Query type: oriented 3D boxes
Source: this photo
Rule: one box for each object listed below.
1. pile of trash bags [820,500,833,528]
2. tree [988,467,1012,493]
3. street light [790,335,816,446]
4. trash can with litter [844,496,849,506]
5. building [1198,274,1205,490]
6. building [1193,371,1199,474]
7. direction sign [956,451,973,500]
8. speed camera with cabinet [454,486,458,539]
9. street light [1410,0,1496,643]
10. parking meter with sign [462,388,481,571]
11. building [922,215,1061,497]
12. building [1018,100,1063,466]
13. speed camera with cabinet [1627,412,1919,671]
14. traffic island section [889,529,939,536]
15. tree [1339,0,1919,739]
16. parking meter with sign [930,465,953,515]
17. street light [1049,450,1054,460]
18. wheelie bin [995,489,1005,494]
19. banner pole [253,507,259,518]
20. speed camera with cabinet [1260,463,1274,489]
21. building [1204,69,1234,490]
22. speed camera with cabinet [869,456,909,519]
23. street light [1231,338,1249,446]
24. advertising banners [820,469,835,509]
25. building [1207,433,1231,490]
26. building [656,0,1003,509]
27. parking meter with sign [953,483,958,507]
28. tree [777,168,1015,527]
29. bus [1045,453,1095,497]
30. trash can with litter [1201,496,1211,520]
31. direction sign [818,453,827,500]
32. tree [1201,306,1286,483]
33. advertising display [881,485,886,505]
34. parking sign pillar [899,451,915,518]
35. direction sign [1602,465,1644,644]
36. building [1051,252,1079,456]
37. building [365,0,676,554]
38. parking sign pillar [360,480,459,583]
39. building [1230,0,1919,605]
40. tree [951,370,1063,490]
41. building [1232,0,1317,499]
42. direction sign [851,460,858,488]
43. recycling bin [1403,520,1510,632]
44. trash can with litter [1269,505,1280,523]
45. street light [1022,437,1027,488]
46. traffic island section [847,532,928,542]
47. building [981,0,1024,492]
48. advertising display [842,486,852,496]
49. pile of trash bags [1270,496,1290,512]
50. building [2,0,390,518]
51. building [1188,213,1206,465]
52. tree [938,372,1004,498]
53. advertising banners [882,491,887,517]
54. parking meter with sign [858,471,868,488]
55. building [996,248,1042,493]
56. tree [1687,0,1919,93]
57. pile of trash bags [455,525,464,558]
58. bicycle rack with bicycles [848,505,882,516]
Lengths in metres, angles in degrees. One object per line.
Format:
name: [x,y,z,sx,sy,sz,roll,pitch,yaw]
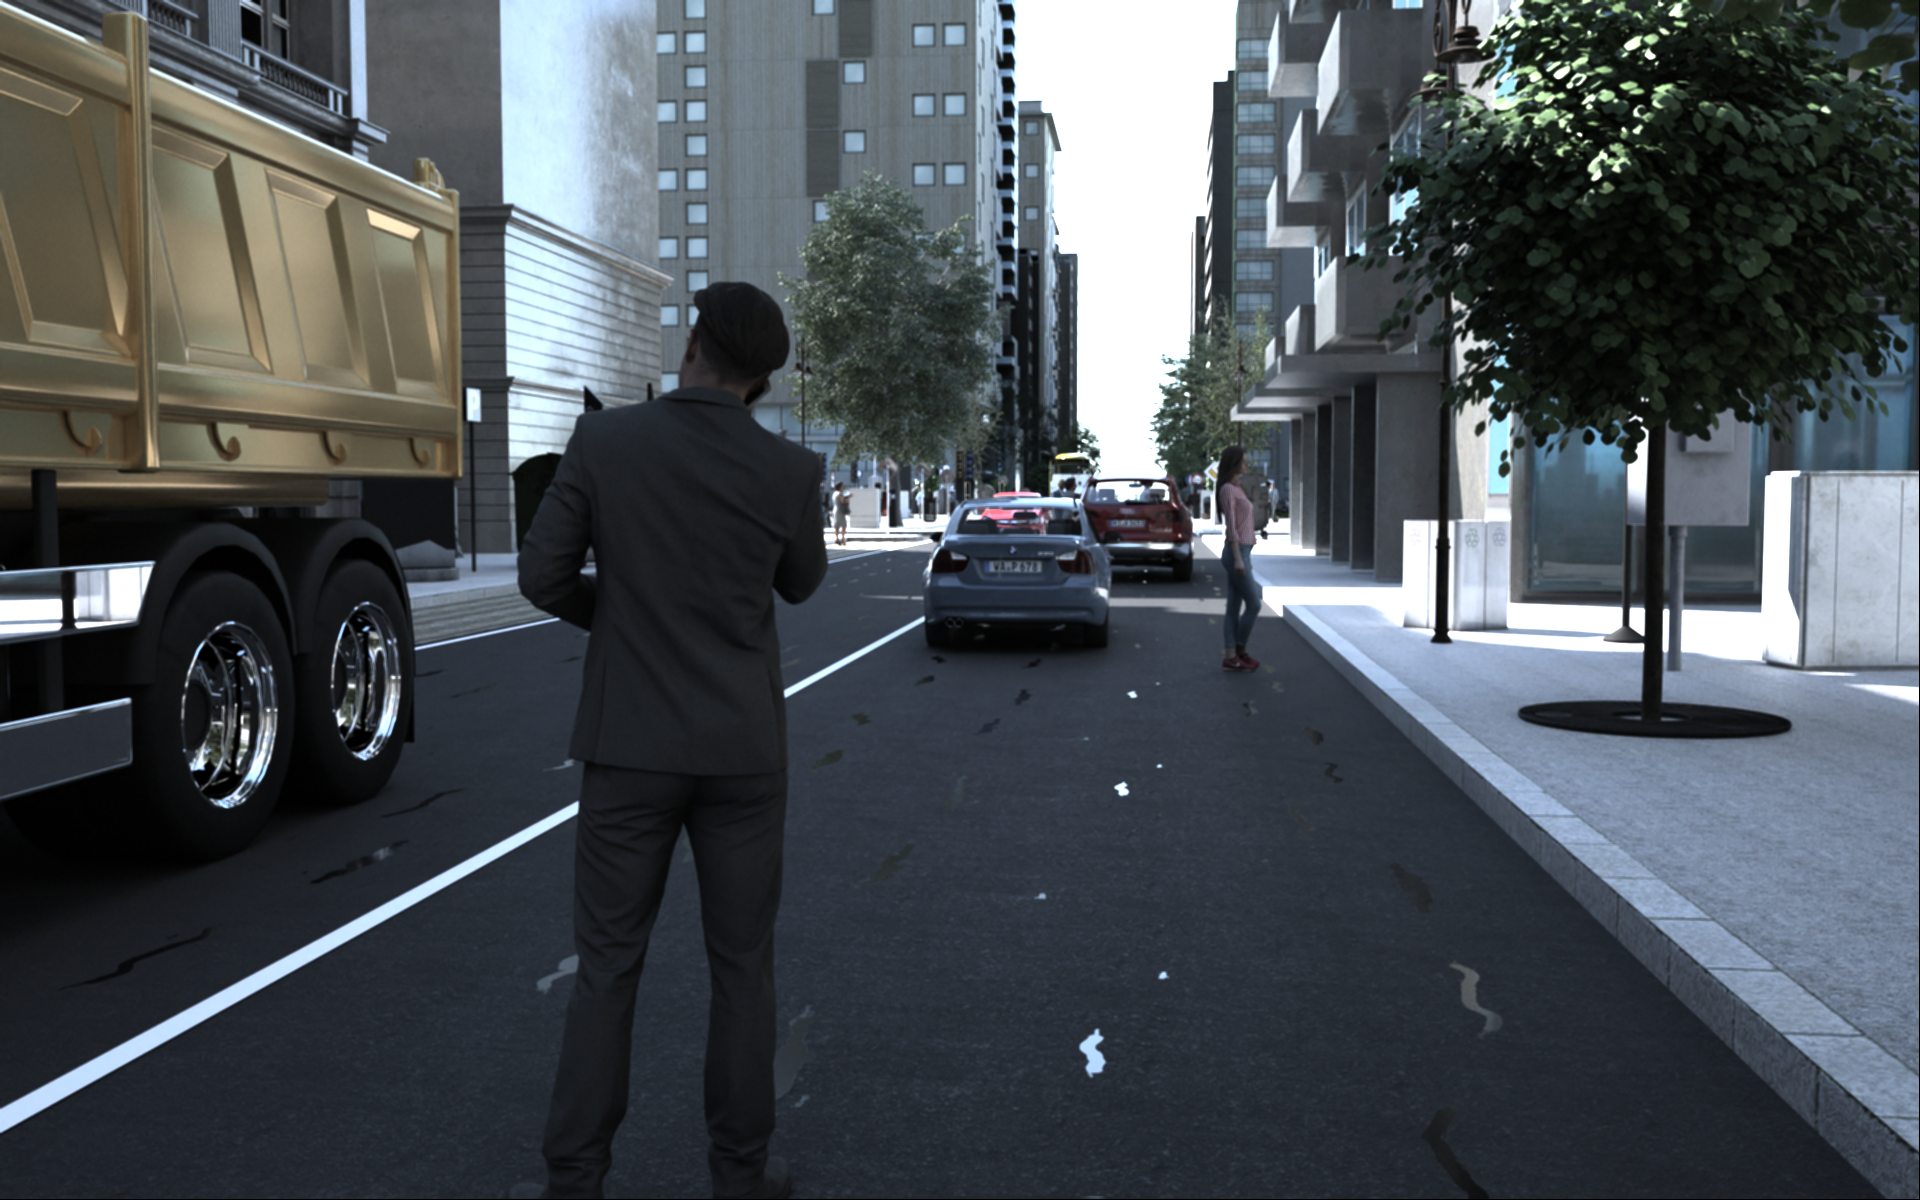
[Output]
pile of trash bags: [-6.488,-3.433,65.876,3.447,1.369,1.912,1,4,17]
tree: [2.931,-7.865,123.196,1.663,3.219,1.824,0,3,0]
street light: [-4.570,-4.752,50.482,0.468,5.910,1.993,0,4,6]
trash can with litter: [-7.462,-6.340,115.053,0.624,1.170,1.055,0,4,8]
building: [38.343,-27.829,226.711,14.160,30.474,14.107,0,4,6]
building: [47.544,-24.621,247.588,27.650,21.520,28.899,0,4,6]
direction sign: [0.237,-6.119,92.035,0.876,3.537,0.379,-1,4,-10]
speed camera with cabinet: [-11.648,-2.573,36.404,2.038,3.252,0.660,-1,4,-12]
street light: [4.160,-2.569,14.789,0.468,5.910,1.993,0,4,6]
parking meter with sign: [-8.873,-1.987,28.746,1.738,3.016,0.543,1,4,9]
building: [3.917,-37.339,265.119,22.147,44.769,28.867,0,4,6]
building: [-0.968,-39.626,237.118,28.713,52.752,27.495,0,4,6]
speed camera with cabinet: [6.015,-1.124,12.718,2.038,3.252,0.660,0,4,-3]
traffic island section: [-1.347,-2.365,60.944,2.009,0.180,2.903,0,4,6]
tree: [3.861,-1.591,9.722,4.285,4.588,4.351,0,3,0]
parking meter with sign: [-1.292,-6.718,106.105,0.543,3.016,1.738,-2,4,-33]
street light: [9.195,-12.242,172.937,0.468,5.910,1.993,0,4,6]
wheelie bin: [2.651,-6.548,114.972,0.980,1.594,0.693,-2,4,-33]
banner pole: [-9.334,-2.017,22.996,0.401,3.779,0.863,-2,4,-31]
speed camera with cabinet: [18.601,-6.969,108.273,2.038,3.252,0.660,-1,4,-22]
building: [38.532,-34.887,194.102,21.300,48.544,21.600,0,4,6]
speed camera with cabinet: [-3.635,-5.756,88.445,2.038,3.252,0.660,0,4,-2]
street light: [8.271,-4.805,51.348,0.468,5.910,1.993,0,4,6]
advertising banners: [-9.268,-7.590,120.292,0.090,3.025,2.074,2,4,32]
building: [35.837,-52.242,166.829,22.319,86.520,31.000,0,4,6]
building: [-10.588,-34.331,150.550,28.713,52.752,27.495,0,4,6]
parking meter with sign: [-0.762,-7.600,120.522,0.543,3.016,1.738,-3,5,-39]
tree: [-2.588,-9.867,67.988,9.857,13.997,8.962,0,3,0]
bus: [7.099,-7.167,108.728,2.896,3.916,12.252,0,4,6]
trash can with litter: [12.458,-4.614,86.832,0.624,1.170,1.055,1,4,17]
direction sign: [-7.578,-6.317,95.285,0.379,3.537,0.876,2,4,27]
tree: [11.392,-7.232,68.613,4.737,8.622,4.395,0,3,0]
advertising display: [-5.694,-7.221,123.274,0.974,1.923,0.123,-3,4,-37]
parking sign pillar: [-3.128,-6.320,91.801,1.447,3.967,1.447,2,4,33]
direction sign: [5.772,-1.402,14.915,0.379,3.537,0.876,-1,4,-20]
building: [12.235,-36.836,285.867,14.154,41.232,14.086,0,4,6]
building: [-25.740,-13.833,45.247,34.723,24.649,14.460,0,4,6]
parking sign pillar: [-8.206,-2.275,25.673,1.447,3.967,1.447,-2,4,-24]
building: [17.355,-25.133,30.540,23.786,49.044,30.456,0,4,6]
tree: [3.465,-12.005,130.697,8.767,10.594,7.601,0,4,0]
building: [30.017,-28.295,146.221,14.154,41.232,14.086,0,4,6]
direction sign: [-7.112,-7.622,116.617,0.379,3.537,0.876,2,4,26]
recycling bin: [4.739,-0.245,16.553,0.722,1.027,0.722,-2,4,-31]
trash can with litter: [13.989,-4.088,78.222,1.055,1.170,0.624,1,4,14]
street light: [5.081,-10.066,137.372,0.468,5.910,1.993,0,4,6]
traffic island section: [-2.238,-1.879,53.009,2.009,0.180,2.903,0,4,6]
building: [-4.142,-52.936,178.173,22.319,86.520,31.000,0,4,6]
advertising display: [-8.642,-7.704,131.177,0.974,1.923,0.123,2,4,27]
pile of trash bags: [24.365,-7.490,132.213,1.912,1.369,3.447,-2,4,-24]
building: [-17.748,-10.907,20.131,13.314,21.916,24.055,0,4,6]
building: [43.181,-37.852,268.994,14.600,45.320,14.200,0,4,6]
tree: [0.748,-9.160,100.132,4.360,8.622,3.978,0,3,0]
advertising banners: [-4.258,-6.285,98.946,2.074,3.025,0.090,0,4,8]
parking meter with sign: [-7.253,-8.240,130.987,0.543,3.016,1.738,2,4,27]
building: [2.050,-26.314,201.933,14.160,30.474,14.107,0,4,6]
tree: [2.906,-5.087,1.295,7.486,12.596,7.792,0,3,0]
pile of trash bags: [-11.613,-1.517,34.561,3.447,1.369,1.912,1,4,18]
bicycle rack with bicycles: [-5.376,-5.549,104.111,2.925,0.926,2.852,-1,4,-9]
